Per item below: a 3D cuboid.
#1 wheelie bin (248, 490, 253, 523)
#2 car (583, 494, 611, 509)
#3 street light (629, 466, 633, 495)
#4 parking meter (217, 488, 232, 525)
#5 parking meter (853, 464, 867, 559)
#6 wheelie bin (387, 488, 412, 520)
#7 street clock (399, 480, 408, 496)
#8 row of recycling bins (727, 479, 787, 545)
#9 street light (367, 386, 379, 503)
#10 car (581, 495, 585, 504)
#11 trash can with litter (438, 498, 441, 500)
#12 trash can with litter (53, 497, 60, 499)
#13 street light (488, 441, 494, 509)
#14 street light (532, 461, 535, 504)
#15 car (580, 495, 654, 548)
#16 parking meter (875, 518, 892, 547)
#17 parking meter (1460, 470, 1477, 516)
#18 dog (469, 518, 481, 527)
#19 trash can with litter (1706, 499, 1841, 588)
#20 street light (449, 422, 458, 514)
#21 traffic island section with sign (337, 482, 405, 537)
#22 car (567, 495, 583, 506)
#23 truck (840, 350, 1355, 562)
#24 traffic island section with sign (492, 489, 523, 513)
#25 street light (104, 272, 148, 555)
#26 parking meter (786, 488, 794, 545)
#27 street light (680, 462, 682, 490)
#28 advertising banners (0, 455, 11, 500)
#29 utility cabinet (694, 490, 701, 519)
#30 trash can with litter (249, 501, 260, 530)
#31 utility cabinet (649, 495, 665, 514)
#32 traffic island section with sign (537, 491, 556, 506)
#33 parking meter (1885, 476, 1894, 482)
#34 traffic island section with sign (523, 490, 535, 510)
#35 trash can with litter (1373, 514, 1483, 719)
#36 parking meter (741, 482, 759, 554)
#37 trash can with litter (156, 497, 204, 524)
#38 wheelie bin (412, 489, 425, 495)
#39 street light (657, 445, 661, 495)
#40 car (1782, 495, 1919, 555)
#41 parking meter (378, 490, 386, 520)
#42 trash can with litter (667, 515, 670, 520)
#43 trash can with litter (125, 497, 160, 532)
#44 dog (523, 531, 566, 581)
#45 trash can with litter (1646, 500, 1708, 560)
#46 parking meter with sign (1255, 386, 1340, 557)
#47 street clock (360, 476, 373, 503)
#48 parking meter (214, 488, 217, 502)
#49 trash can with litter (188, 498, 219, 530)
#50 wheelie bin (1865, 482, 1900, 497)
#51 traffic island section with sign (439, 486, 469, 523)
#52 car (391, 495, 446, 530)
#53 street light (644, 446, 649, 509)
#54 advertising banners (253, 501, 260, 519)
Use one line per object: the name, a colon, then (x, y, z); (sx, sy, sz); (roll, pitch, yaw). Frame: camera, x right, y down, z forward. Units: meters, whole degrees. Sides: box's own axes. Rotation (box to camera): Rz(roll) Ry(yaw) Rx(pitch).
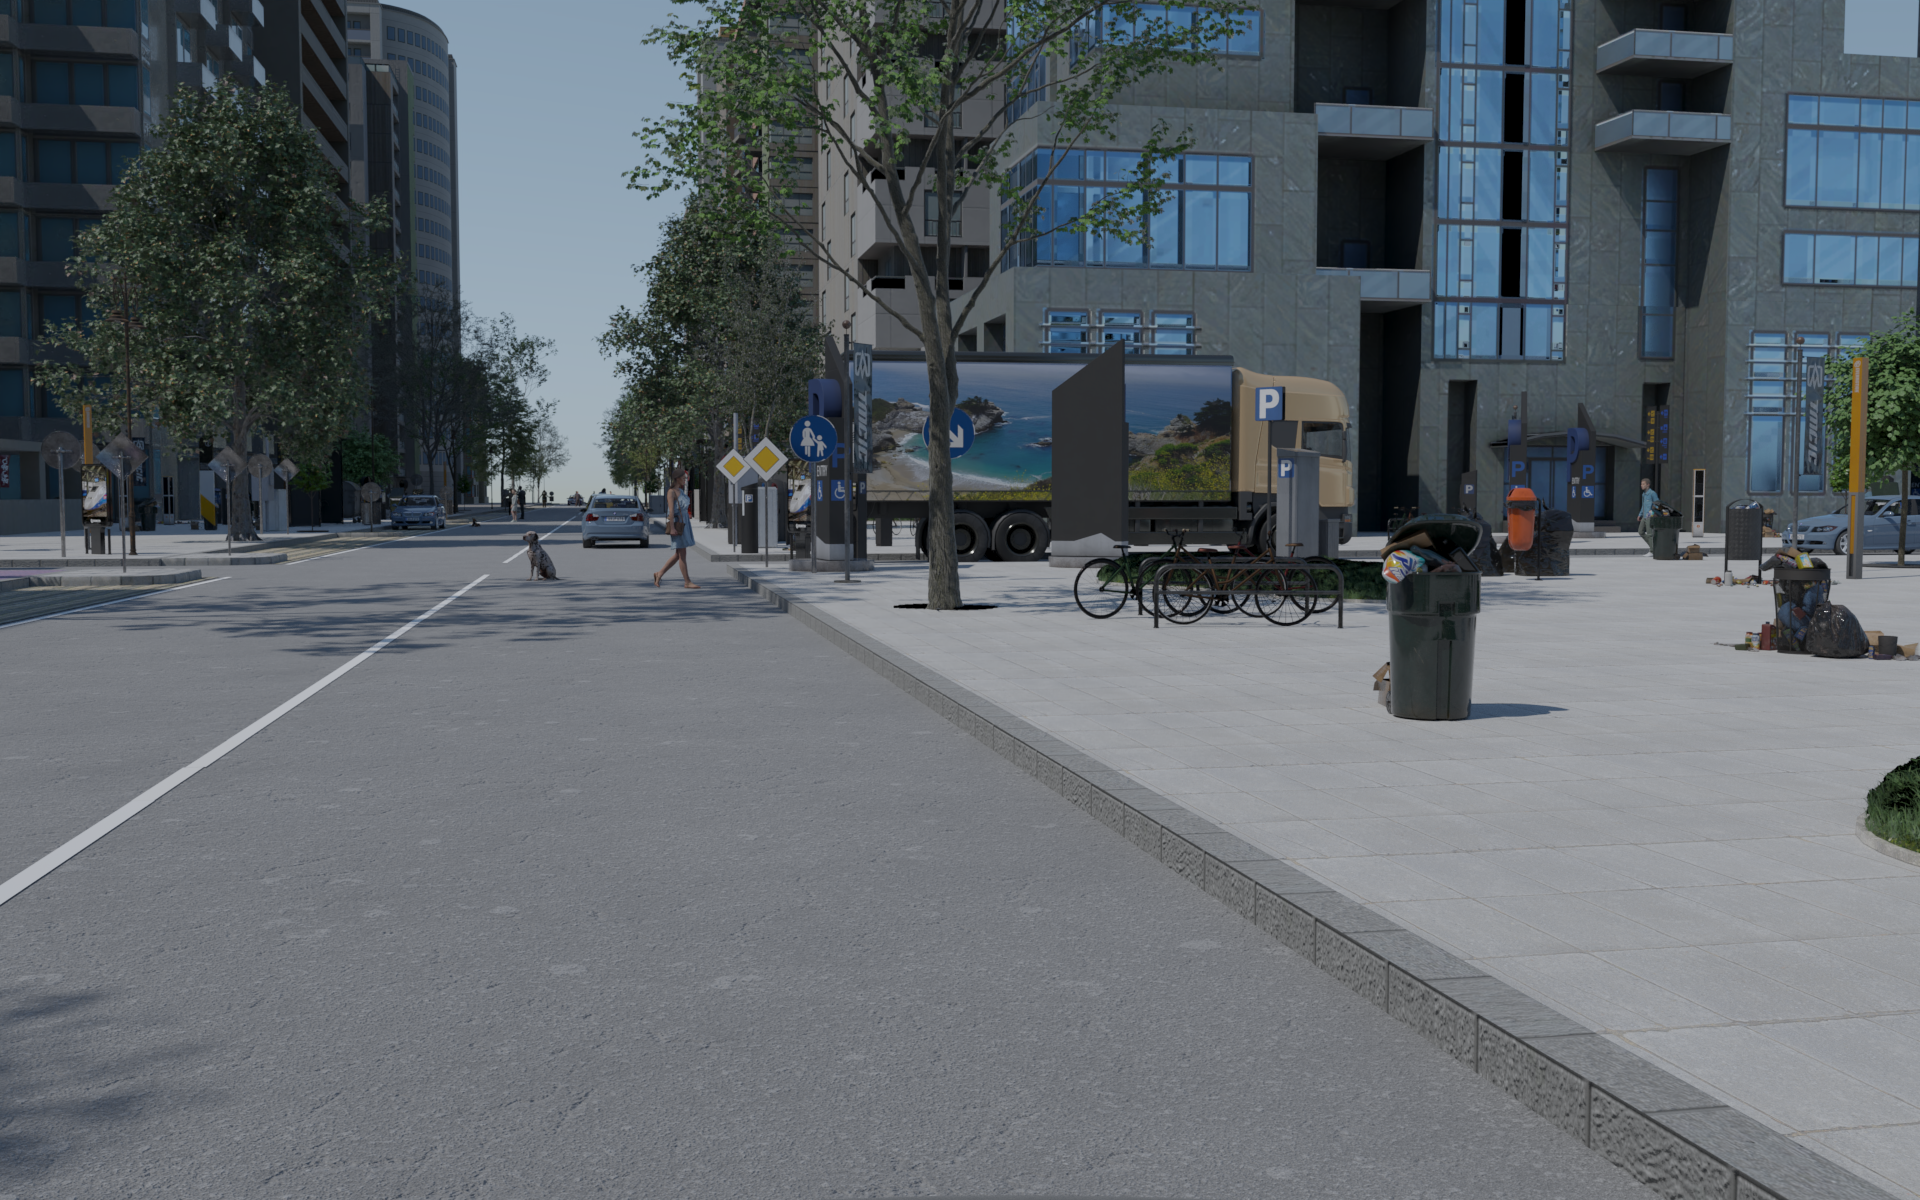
wheelie bin: (-30.479, -4.019, 73.611); (0.980, 1.594, 0.693); (3, 4, 37)
car: (-19.599, -5.167, 94.704); (2.015, 1.641, 3.980); (-1, 4, -13)
street light: (-51.147, -18.053, 267.952); (0.468, 5.910, 1.993); (-1, 4, -11)
parking meter: (-30.542, -3.896, 72.117); (0.372, 1.533, 0.369); (0, 3, 0)
parking meter: (-1.870, -1.558, 31.191); (0.255, 1.863, 0.399); (2, 4, 27)
wheelie bin: (-27.884, -4.765, 85.810); (0.980, 1.594, 0.693); (0, 4, -3)
street clock: (-27.947, -5.046, 87.069); (0.471, 2.002, 0.358); (3, 5, 41)
row of recycling bins: (-5.333, -2.358, 45.674); (1.069, 1.692, 3.534); (1, 4, 10)
street light: (-24.741, -6.128, 72.983); (0.468, 5.910, 1.993); (-1, 4, -11)
car: (-54.104, -14.219, 245.065); (1.945, 1.354, 3.894); (-1, 4, -12)
trash can with litter: (-32.281, -5.887, 107.644); (1.055, 1.170, 0.624); (1, 4, 12)
trash can with litter: (-37.721, -3.735, 72.459); (0.624, 1.170, 1.055); (-1, 4, -13)
street light: (-40.022, -10.714, 147.956); (0.468, 5.910, 1.993); (-1, 4, -11)
street light: (-56.336, -15.661, 228.841); (0.468, 5.910, 1.993); (-1, 4, -11)
car: (-9.370, -2.157, 47.266); (2.014, 1.417, 4.499); (-1, 4, -10)
parking meter: (-1.875, -2.244, 42.408); (0.399, 1.863, 0.255); (-2, 4, -33)
parking meter: (12.219, -2.198, 41.652); (0.399, 1.863, 0.255); (1, 4, 16)
dog: (-21.210, -3.390, 75.623); (0.550, 0.427, 0.748); (0, 4, -5)
trash can with litter: (11.524, -0.823, 24.508); (2.233, 1.210, 1.678); (0, 4, -4)
street light: (-32.556, -8.481, 111.451); (0.468, 5.910, 1.993); (-1, 4, -11)
traffic island section with sign: (-19.660, -3.011, 57.865); (1.989, 1.847, 2.006); (-1, 4, -11)
car: (-47.339, -12.251, 212.880); (1.945, 1.354, 3.894); (-1, 4, -11)
truck: (3.085, -2.867, 35.796); (11.283, 4.237, 2.839); (-1, 4, -10)
traffic island section with sign: (-34.951, -7.629, 133.366); (1.989, 1.847, 2.006); (-1, 4, -11)
street light: (-17.368, -3.879, 36.205); (0.468, 5.910, 1.993); (-1, 4, -11)
parking meter: (-4.206, -2.155, 43.639); (0.372, 1.533, 0.369); (0, 3, 0)
street light: (-12.072, -6.237, 74.767); (0.468, 5.910, 1.993); (-1, 4, -11)
advertising banners: (-40.912, -4.692, 72.906); (0.090, 3.025, 2.074); (2, 4, 31)
utility cabinet: (-12.947, -4.802, 87.192); (0.318, 1.500, 1.173); (1, 4, 20)
trash can with litter: (-24.483, -3.052, 61.282); (1.055, 1.170, 0.624); (0, 4, -3)
utility cabinet: (-19.264, -6.050, 110.083); (0.306, 1.237, 1.020); (3, 5, 43)
traffic island section with sign: (-51.467, -12.616, 214.906); (1.989, 1.847, 2.006); (-1, 4, -11)
parking meter: (29.071, -2.973, 54.325); (0.399, 1.863, 0.255); (-3, 5, -39)
traffic island section with sign: (-40.305, -9.247, 159.809); (1.989, 1.847, 2.006); (-1, 4, -11)
trash can with litter: (2.655, 0.074, 10.174); (0.624, 1.170, 1.055); (0, 4, -2)
parking meter: (-4.543, -1.773, 37.403); (0.372, 1.533, 0.369); (0, 3, 0)
trash can with litter: (-33.488, -3.849, 73.995); (2.233, 1.210, 1.678); (0, 4, 4)
wheelie bin: (-33.763, -6.118, 107.937); (0.980, 1.594, 0.693); (0, 4, 5)
street light: (-19.772, -8.602, 113.433); (0.468, 5.910, 1.993); (-1, 4, -11)
car: (21.488, -1.737, 40.408); (4.499, 1.417, 2.014); (-1, 4, -11)
parking meter: (-29.026, -4.805, 86.966); (0.372, 1.533, 0.369); (0, 3, 0)
trash can with litter: (-13.938, -4.518, 85.262); (0.624, 1.170, 1.055); (2, 4, 26)
trash can with litter: (-28.063, -2.939, 59.432); (0.624, 1.170, 1.055); (2, 4, 35)
dog: (-6.834, -0.728, 28.742); (0.800, 0.831, 0.513); (-1, 4, -13)
trash can with litter: (13.950, -1.364, 33.694); (1.055, 1.170, 0.624); (0, 4, -1)
parking meter with sign: (5.652, -1.990, 28.798); (1.738, 3.016, 0.543); (-3, 5, -43)
street clock: (-24.349, -4.069, 71.095); (0.358, 2.002, 0.471); (2, 4, 31)
parking meter: (-31.931, -4.037, 74.415); (0.372, 1.533, 0.369); (0, 3, 0)
trash can with litter: (-27.264, -3.120, 62.397); (1.055, 1.170, 0.624); (-1, 4, -22)
wheelie bin: (24.076, -2.282, 45.220); (0.980, 1.594, 0.693); (1, 4, 16)
traffic island section with sign: (-25.153, -4.668, 84.944); (1.989, 1.847, 2.006); (-1, 4, -11)
car: (-21.912, -3.559, 70.198); (2.014, 1.417, 4.499); (-1, 4, -10)
street light: (-27.142, -10.836, 149.957); (0.468, 5.910, 1.993); (-1, 4, -11)
advertising banners: (-35.048, -5.547, 86.882); (0.090, 3.025, 2.074); (-3, 5, -43)
